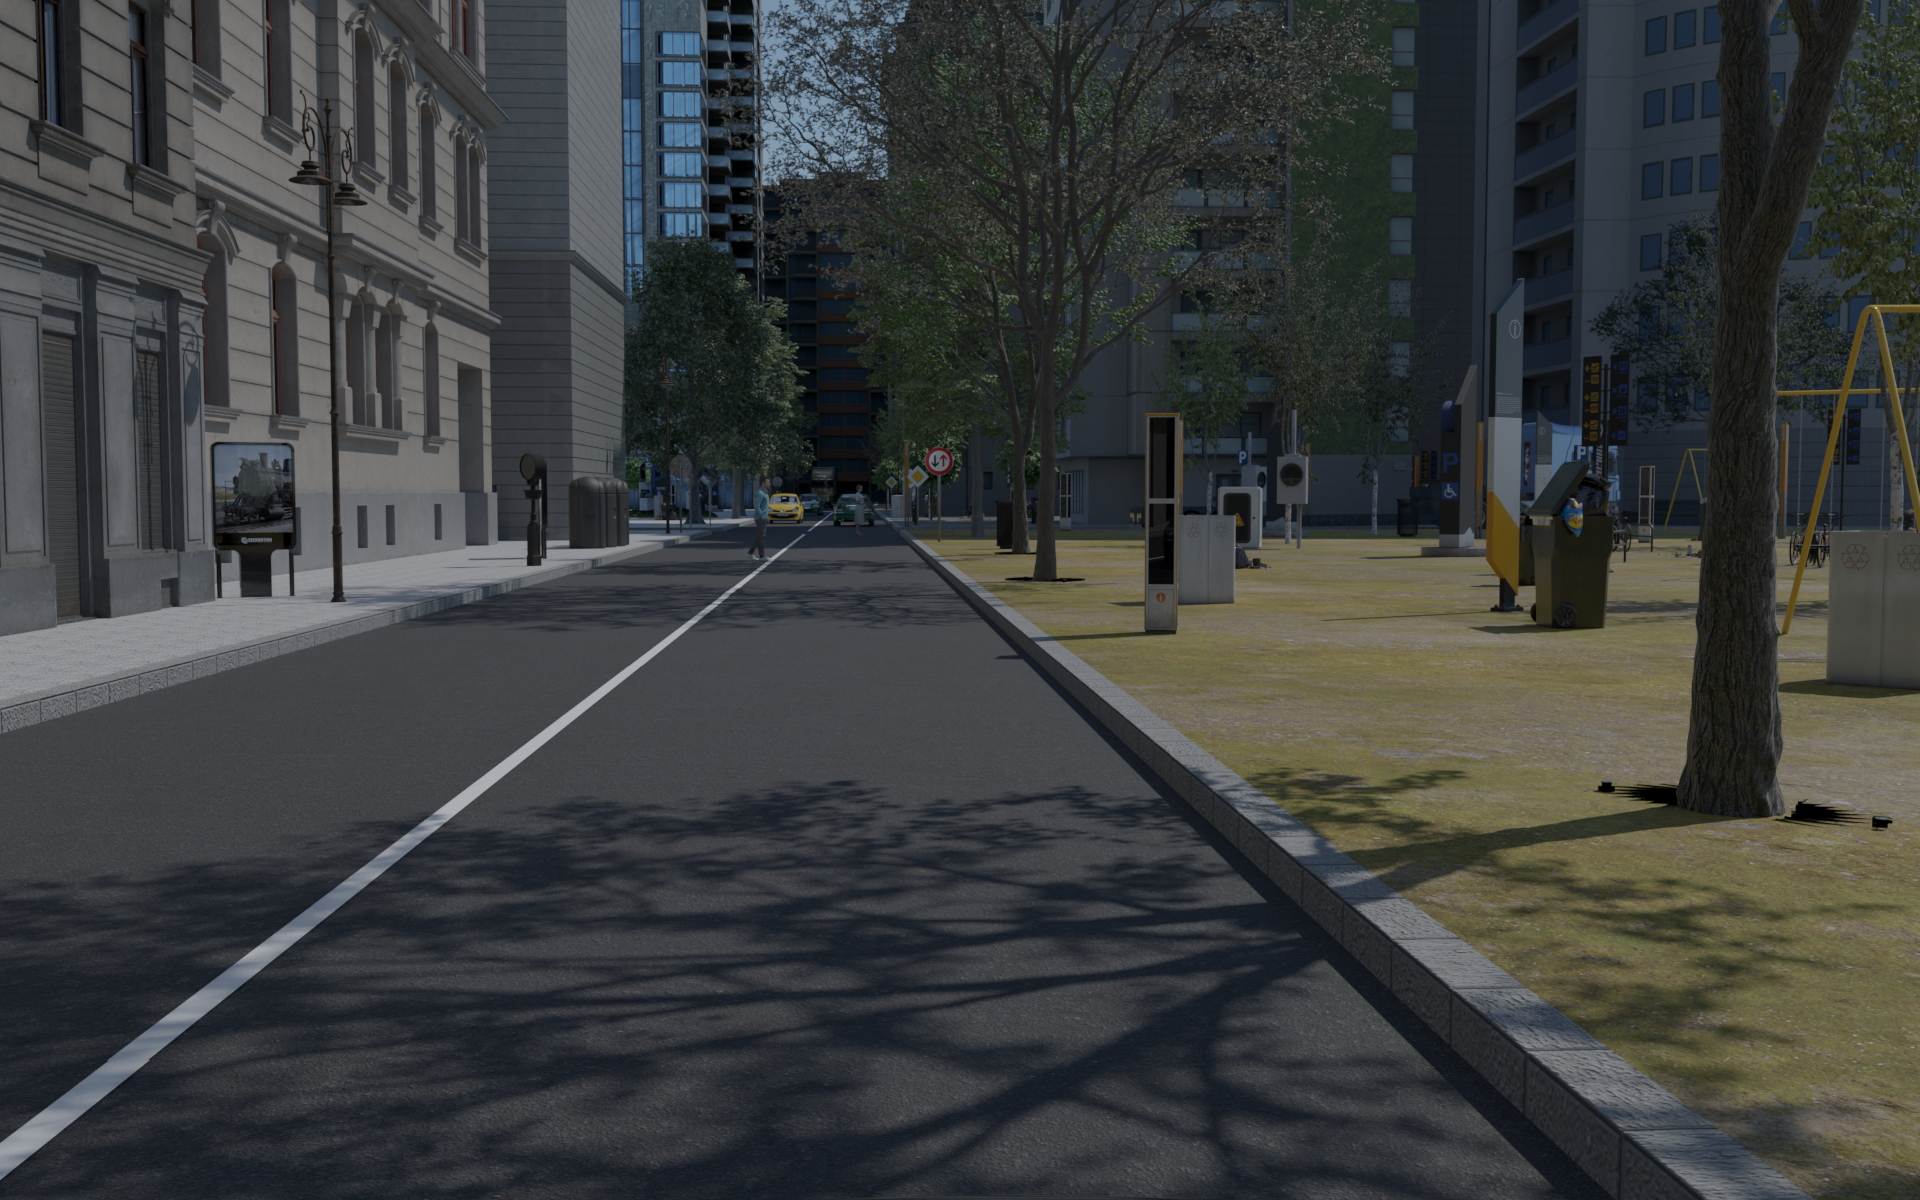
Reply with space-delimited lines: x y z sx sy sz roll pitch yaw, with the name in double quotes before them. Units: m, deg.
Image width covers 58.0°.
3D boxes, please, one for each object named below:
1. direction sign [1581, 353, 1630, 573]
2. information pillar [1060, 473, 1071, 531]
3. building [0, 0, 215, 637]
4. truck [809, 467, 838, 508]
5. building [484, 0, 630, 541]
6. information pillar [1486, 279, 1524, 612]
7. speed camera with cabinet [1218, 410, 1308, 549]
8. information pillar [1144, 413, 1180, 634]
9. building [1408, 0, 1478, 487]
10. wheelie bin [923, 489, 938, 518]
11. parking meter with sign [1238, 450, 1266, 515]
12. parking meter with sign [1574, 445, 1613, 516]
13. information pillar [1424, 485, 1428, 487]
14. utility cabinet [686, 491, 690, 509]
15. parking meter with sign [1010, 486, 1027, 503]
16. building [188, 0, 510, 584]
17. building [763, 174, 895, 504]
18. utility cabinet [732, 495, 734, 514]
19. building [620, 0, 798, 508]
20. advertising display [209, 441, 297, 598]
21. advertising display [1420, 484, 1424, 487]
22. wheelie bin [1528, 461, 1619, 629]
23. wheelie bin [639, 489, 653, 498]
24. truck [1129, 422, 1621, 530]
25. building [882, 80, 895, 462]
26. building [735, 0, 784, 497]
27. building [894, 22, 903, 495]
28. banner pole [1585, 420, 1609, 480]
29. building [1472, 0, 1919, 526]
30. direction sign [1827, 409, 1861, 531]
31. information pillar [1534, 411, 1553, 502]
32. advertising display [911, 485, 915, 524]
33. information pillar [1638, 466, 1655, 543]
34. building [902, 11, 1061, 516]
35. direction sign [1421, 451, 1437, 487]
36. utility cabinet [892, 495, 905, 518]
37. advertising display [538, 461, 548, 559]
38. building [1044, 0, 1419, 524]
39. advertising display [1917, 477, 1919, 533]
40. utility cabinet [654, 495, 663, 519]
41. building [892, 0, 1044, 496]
"direction sign" 10.530 -2.221 28.314 0.379 3.537 0.876 -2 4 -32
"information pillar" 3.673 -3.412 60.277 0.304 2.012 0.304 2 4 30
"building" -13.075 -9.897 10.967 9.793 20.994 18.267 0 4 -3
"truck" -14.267 -11.823 182.226 2.839 4.237 11.283 0 4 -2
"building" -25.700 -16.766 51.624 29.804 29.767 11.434 0 4 -3
"information pillar" 5.925 -1.679 18.813 0.504 3.616 0.183 -3 4 -36
"speed camera with cabinet" 7.127 -2.838 40.744 2.038 3.252 0.660 1 4 16
"information pillar" 1.857 -0.699 15.926 0.304 2.012 0.304 1 4 8
"building" 55.256 -47.232 210.491 20.611 71.187 20.563 0 4 -3
"wheelie bin" -1.587 -5.268 94.040 0.693 1.594 0.980 1 4 16
"parking meter with sign" 12.018 -4.496 69.767 1.738 3.016 0.543 -2 4 -34
"parking meter with sign" 22.263 -3.947 60.786 0.543 3.016 1.738 -1 4 -14
"information pillar" 36.536 -8.027 135.736 0.304 2.012 0.304 -2 4 -27
"utility cabinet" -17.344 -6.344 112.410 0.318 1.500 1.173 2 4 24
"parking meter with sign" 3.040 -5.939 93.355 0.543 3.016 1.738 3 5 42
"building" -17.322 -14.950 31.826 14.401 28.519 23.554 0 4 -3
"building" -16.731 -35.677 237.947 28.867 44.769 22.147 0 4 -3
"utility cabinet" -13.156 -5.589 102.540 0.306 1.237 1.020 1 4 19
"building" -35.214 -54.517 204.031 31.000 86.520 22.319 0 4 -3
"advertising display" -8.765 -0.996 21.504 0.974 1.923 0.123 -2 4 -32
"advertising display" 30.921 -6.777 116.016 0.123 1.923 0.974 0 4 8
"wheelie bin" 5.926 -0.541 16.760 0.693 1.594 0.980 0 4 -2
"wheelie bin" -21.038 -6.604 115.887 0.980 1.594 0.693 1 4 9
"truck" 15.799 -4.577 64.588 18.799 4.110 2.967 0 4 -5
"building" 5.094 -37.640 204.645 28.713 52.752 27.495 0 4 -3
"building" -29.241 -45.514 182.410 20.563 71.187 20.611 0 4 -3
"building" 0.890 -31.378 163.145 14.600 45.320 14.200 0 4 -3
"banner pole" 18.884 -3.764 51.563 0.863 3.779 0.401 2 4 32
"building" 40.343 -32.799 78.259 28.212 58.520 21.231 0 4 -3
"direction sign" 23.577 -3.319 46.265 0.379 3.537 0.876 -3 4 -36
"information pillar" 16.425 -3.514 48.806 0.504 3.616 0.183 -1 4 -12
"advertising display" -1.930 -4.189 73.711 0.123 1.923 0.974 -1 4 -13
"information pillar" 18.041 -2.510 45.523 0.304 2.012 0.304 3 4 38
"building" 3.368 -20.570 108.014 14.160 30.474 14.107 0 4 -3
"direction sign" 24.572 -6.041 90.763 0.876 3.537 0.379 -1 4 -11
"utility cabinet" -3.302 -4.957 92.213 0.306 1.237 1.020 -2 4 -28
"advertising display" -8.350 -1.801 34.664 0.123 1.923 0.974 -1 4 -17
"building" 11.278 -24.031 76.509 14.086 41.232 14.154 0 4 -3
"advertising display" 26.974 -2.623 48.094 0.974 1.923 0.123 -1 4 -15
"utility cabinet" -15.557 -4.781 89.336 0.306 1.237 1.020 0 4 0
"building" 3.228 -45.362 179.921 20.563 71.187 20.611 0 4 -3
